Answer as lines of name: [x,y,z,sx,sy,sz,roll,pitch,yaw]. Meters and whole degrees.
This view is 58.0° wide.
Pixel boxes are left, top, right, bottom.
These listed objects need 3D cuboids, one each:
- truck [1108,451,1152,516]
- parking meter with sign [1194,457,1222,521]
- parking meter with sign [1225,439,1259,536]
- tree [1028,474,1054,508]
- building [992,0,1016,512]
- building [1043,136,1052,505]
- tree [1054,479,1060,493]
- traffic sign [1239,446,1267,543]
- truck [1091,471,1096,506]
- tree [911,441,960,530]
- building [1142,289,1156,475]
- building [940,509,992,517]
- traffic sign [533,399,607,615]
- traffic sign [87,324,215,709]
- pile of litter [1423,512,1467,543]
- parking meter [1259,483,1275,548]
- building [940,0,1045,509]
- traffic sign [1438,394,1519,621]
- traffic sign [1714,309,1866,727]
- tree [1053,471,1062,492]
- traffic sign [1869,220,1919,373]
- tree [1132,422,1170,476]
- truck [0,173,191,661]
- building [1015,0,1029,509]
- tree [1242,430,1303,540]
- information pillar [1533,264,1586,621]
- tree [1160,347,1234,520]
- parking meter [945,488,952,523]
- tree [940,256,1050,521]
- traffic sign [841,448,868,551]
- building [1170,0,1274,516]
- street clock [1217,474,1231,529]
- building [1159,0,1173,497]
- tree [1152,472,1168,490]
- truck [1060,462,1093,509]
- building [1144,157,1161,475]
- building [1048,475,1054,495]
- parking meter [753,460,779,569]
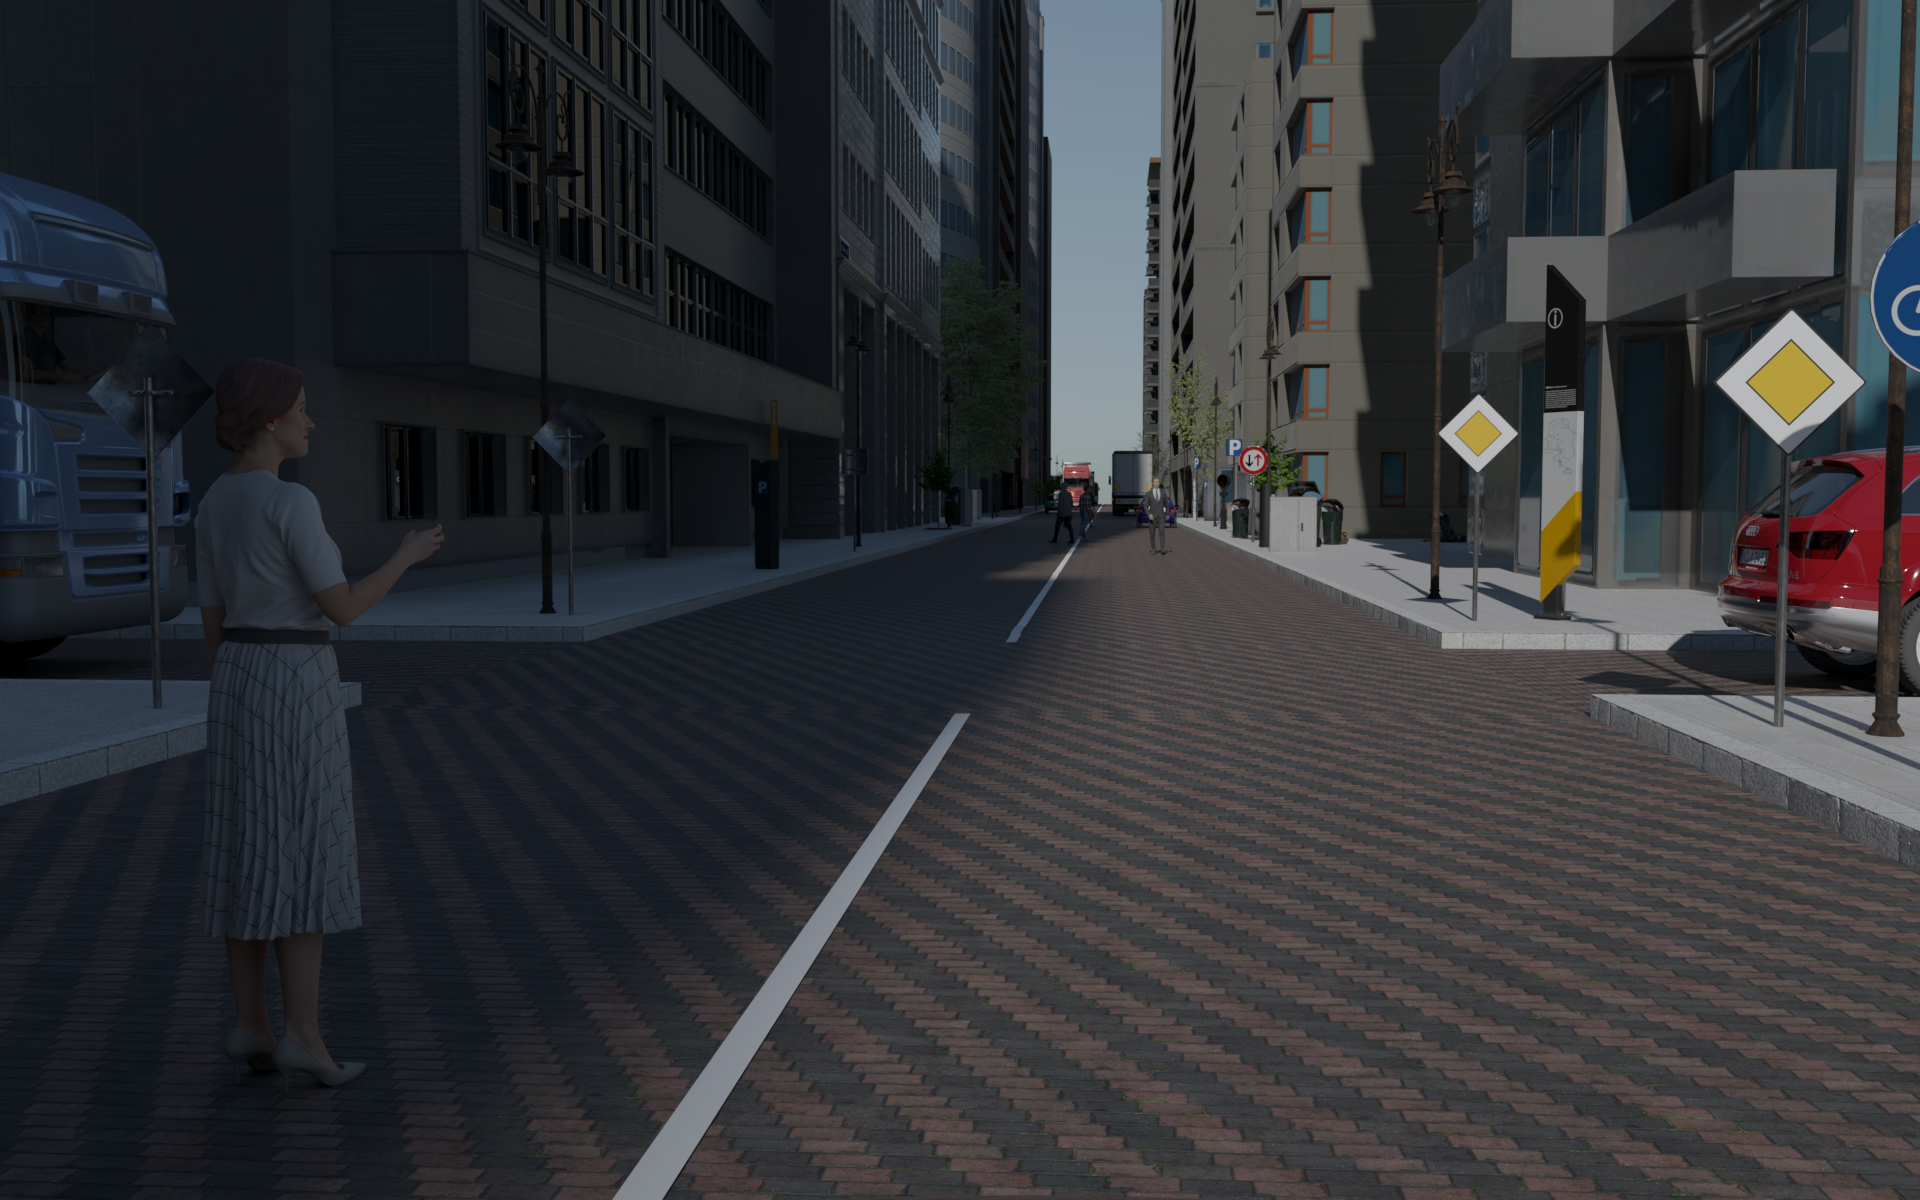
truck: [11.528,-7.837,117.041,2.839,4.237,11.283,0,4,4]
parking meter with sign: [12.007,-5.265,82.341,1.738,3.016,0.543,-1,4,-21]
parking meter with sign: [8.946,-3.528,53.949,0.543,3.016,1.738,-1,4,-21]
tree: [7.429,-10.310,163.165,1.663,3.219,1.824,0,3,0]
building: [-6.984,-31.112,132.389,21.300,48.544,21.600,0,4,5]
building: [4.092,-34.413,212.762,14.600,45.320,14.200,0,4,5]
tree: [9.917,-11.864,188.583,1.663,3.219,1.824,0,3,0]
traffic sign: [7.757,-2.794,45.781,0.768,2.556,0.104,1,4,14]
truck: [15.382,-13.799,214.524,2.839,4.237,11.283,0,4,3]
tree: [-0.778,-4.159,62.594,1.663,3.219,1.824,0,3,0]
building: [32.648,-28.821,242.916,14.160,30.474,14.107,0,4,5]
building: [-9.372,-34.577,107.338,21.231,58.520,28.212,0,4,5]
traffic sign: [-4.112,-0.894,18.259,0.795,2.450,0.064,0,4,5]
traffic sign: [-4.800,-0.407,10.303,0.795,2.450,0.064,0,4,5]
pile of litter: [13.047,-1.983,46.379,1.176,0.858,1.719,-1,4,-10]
parking meter: [7.378,-2.029,41.587,0.372,1.533,0.369,0,3,0]
building: [-1.819,-39.732,191.623,21.231,58.520,28.212,0,4,5]
traffic sign: [5.196,-0.844,17.436,0.795,2.450,0.064,0,4,5]
traffic sign: [4.508,-0.357,9.481,0.795,2.450,0.064,0,4,5]
tree: [14.199,-16.030,245.805,4.285,4.588,4.351,0,3,0]
traffic sign: [4.472,-0.472,7.817,0.768,2.556,0.104,1,4,9]
tree: [19.661,-13.849,176.787,4.360,8.622,3.978,0,3,0]
truck: [-15.272,-1.497,14.239,18.799,4.110,2.967,0,4,4]
building: [-1.244,-30.610,150.583,14.600,45.320,14.200,0,4,5]
tree: [8.477,-3.274,48.131,1.663,3.219,1.824,0,3,0]
information pillar: [6.093,-1.601,17.534,0.183,3.616,0.504,-2,4,-24]
tree: [11.909,-8.323,86.437,4.737,8.622,4.395,0,3,0]
parking meter: [-0.481,-4.132,75.977,0.372,1.533,0.369,0,3,0]
tree: [0.406,-10.114,83.492,7.486,12.596,7.792,0,3,0]
traffic sign: [-2.357,-2.237,38.703,0.606,2.300,0.079,1,4,10]
building: [26.632,-30.789,127.100,21.300,48.544,21.600,0,4,5]
street clock: [9.574,-3.567,62.883,0.471,2.002,0.358,3,4,38]
building: [32.734,-39.749,191.896,21.231,58.520,28.212,0,4,5]
tree: [17.060,-9.513,150.146,1.663,3.219,1.824,0,3,0]
truck: [10.479,-10.160,155.030,2.839,4.237,11.283,0,4,4]
building: [34.797,-34.627,220.768,22.147,44.769,28.867,0,4,5]
building: [2.229,-48.399,229.571,20.563,71.187,20.611,0,4,5]
parking meter: [-3.310,-1.460,29.581,0.399,1.863,0.255,2,4,28]
